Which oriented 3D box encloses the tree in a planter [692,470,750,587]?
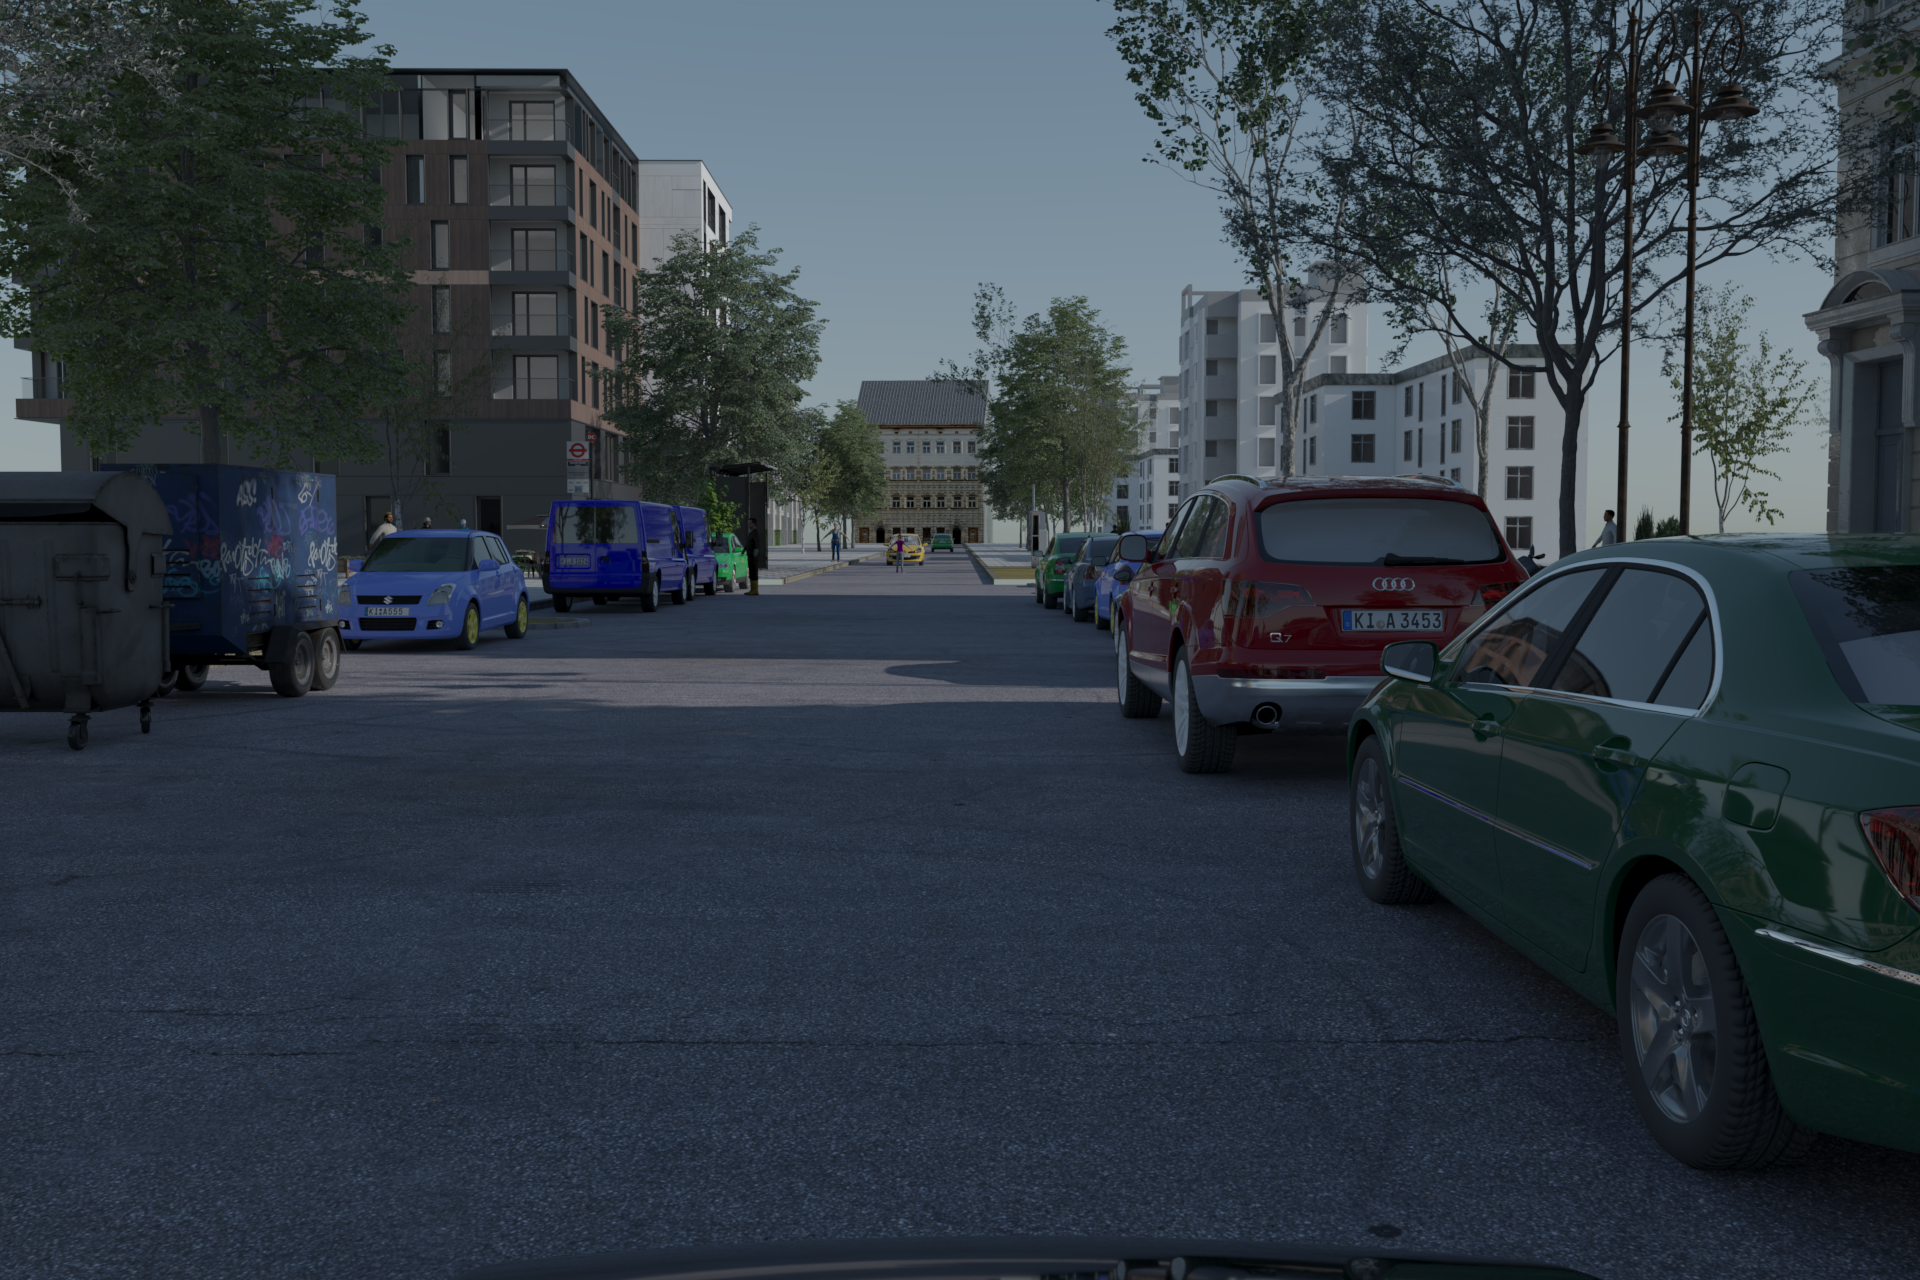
[{"bbox_3d":[-6.916,-3.118,48.200,1.991,3.239,1.994,0,4,0],"label":"tree in a planter"}]

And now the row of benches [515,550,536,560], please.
[{"bbox_3d":[-16.878,-3.166,67.219,1.422,0.672,4.104,-1,4,-18],"label":"row of benches"}]

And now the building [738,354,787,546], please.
[{"bbox_3d":[-28.070,-19.336,182.604,16.747,18.905,31.486,0,4,-1],"label":"building"}]

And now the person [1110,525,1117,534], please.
[{"bbox_3d":[7.326,-4.649,82.736,1.216,1.740,0.721,-2,4,-27],"label":"person"}]

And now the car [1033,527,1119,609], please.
[{"bbox_3d":[2.469,-1.573,34.523,1.959,1.807,4.718,0,4,-1],"label":"car"}]

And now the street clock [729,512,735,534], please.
[{"bbox_3d":[-7.310,-3.086,55.022,0.358,2.002,0.471,0,4,1],"label":"street clock"}]

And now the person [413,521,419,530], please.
[{"bbox_3d":[-22.398,-3.981,71.218,0.705,1.813,1.348,0,4,7],"label":"person"}]

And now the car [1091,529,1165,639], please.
[{"bbox_3d":[2.881,-0.935,24.875,1.945,1.707,3.694,0,4,-1],"label":"car"}]

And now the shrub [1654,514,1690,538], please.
[{"bbox_3d":[28.054,-3.934,68.368,1.661,2.075,1.752,0,3,0],"label":"shrub"}]

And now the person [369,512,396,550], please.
[{"bbox_3d":[-14.030,-2.233,42.593,0.704,1.819,1.344,2,4,30],"label":"person"}]

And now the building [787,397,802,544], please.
[{"bbox_3d":[-29.634,-21.554,218.870,16.747,18.905,31.486,0,4,-1],"label":"building"}]

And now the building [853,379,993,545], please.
[{"bbox_3d":[-4.902,-25.209,245.554,18.063,23.208,19.493,0,4,5],"label":"building"}]

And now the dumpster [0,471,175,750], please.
[{"bbox_3d":[-6.556,-0.226,11.905,1.865,1.857,1.264,0,3,0],"label":"dumpster"}]

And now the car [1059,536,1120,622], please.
[{"bbox_3d":[2.724,-1.074,29.558,2.014,1.417,4.499,0,4,0],"label":"car"}]

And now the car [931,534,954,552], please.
[{"bbox_3d":[-1.420,-7.900,137.962,1.959,1.807,4.718,0,4,-1],"label":"car"}]

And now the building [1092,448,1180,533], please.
[{"bbox_3d":[19.607,-14.783,183.847,9.099,9.664,28.070,0,4,0],"label":"building"}]

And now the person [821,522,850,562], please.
[{"bbox_3d":[-5.680,-4.479,79.095,1.347,1.847,0.705,0,4,3],"label":"person"}]

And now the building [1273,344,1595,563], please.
[{"bbox_3d":[23.437,-9.082,90.637,9.099,9.664,28.070,0,3,0],"label":"building"}]

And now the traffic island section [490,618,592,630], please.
[{"bbox_3d":[-6.827,-0.248,26.920,1.991,0.108,1.994,0,4,1],"label":"traffic island section"}]

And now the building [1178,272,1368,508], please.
[{"bbox_3d":[21.858,-16.854,131.979,16.016,20.090,11.380,0,4,-1],"label":"building"}]

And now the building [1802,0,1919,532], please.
[{"bbox_3d":[24.313,-14.675,25.836,13.634,28.700,20.117,0,4,0],"label":"building"}]

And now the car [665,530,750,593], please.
[{"bbox_3d":[-6.393,-2.139,43.770,1.959,1.807,4.718,0,3,0],"label":"car"}]

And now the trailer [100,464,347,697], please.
[{"bbox_3d":[-6.481,-0.474,14.794,1.471,1.999,3.904,0,4,0],"label":"trailer"}]

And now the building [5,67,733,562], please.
[{"bbox_3d":[-27.966,-15.205,92.571,27.936,21.610,32.646,0,4,-1],"label":"building"}]

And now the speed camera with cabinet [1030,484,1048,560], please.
[{"bbox_3d":[3.126,-4.529,68.390,0.660,3.252,2.038,0,4,-1],"label":"speed camera with cabinet"}]

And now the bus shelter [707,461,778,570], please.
[{"bbox_3d":[-7.349,-4.143,59.023,1.731,3.624,6.357,0,4,-1],"label":"bus shelter"}]

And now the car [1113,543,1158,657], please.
[{"bbox_3d":[2.670,-0.381,18.240,2.014,1.417,4.499,0,4,-1],"label":"car"}]

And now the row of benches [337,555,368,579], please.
[{"bbox_3d":[-17.619,-2.144,50.514,1.422,0.672,4.104,2,4,29],"label":"row of benches"}]

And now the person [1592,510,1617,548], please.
[{"bbox_3d":[14.041,-1.922,37.573,0.704,1.810,1.344,0,4,-1],"label":"person"}]

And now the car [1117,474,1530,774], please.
[{"bbox_3d":[2.297,-0.198,11.918,2.281,1.827,5.304,0,4,-1],"label":"car"}]

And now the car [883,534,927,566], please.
[{"bbox_3d":[-2.502,-4.247,79.659,2.015,1.641,3.980,0,4,0],"label":"car"}]

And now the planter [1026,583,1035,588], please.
[{"bbox_3d":[2.811,-1.588,47.104,1.991,0.319,1.994,0,3,0],"label":"planter"}]

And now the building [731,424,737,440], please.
[{"bbox_3d":[-26.943,-15.991,127.903,16.747,18.905,31.486,0,4,0],"label":"building"}]

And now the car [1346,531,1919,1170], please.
[{"bbox_3d":[2.513,0.395,5.343,2.131,1.459,4.920,0,4,-1],"label":"car"}]

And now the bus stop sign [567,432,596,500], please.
[{"bbox_3d":[-9.886,-3.476,45.536,0.855,3.939,0.416,0,4,1],"label":"bus stop sign"}]

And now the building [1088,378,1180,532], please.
[{"bbox_3d":[21.323,-22.162,218.760,16.016,20.090,11.380,0,4,-1],"label":"building"}]

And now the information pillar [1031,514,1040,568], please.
[{"bbox_3d":[2.813,-3.680,64.652,0.304,2.012,0.304,0,4,-1],"label":"information pillar"}]

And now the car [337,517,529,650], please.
[{"bbox_3d":[-6.834,-0.789,22.483,1.945,1.707,3.694,0,4,0],"label":"car"}]
